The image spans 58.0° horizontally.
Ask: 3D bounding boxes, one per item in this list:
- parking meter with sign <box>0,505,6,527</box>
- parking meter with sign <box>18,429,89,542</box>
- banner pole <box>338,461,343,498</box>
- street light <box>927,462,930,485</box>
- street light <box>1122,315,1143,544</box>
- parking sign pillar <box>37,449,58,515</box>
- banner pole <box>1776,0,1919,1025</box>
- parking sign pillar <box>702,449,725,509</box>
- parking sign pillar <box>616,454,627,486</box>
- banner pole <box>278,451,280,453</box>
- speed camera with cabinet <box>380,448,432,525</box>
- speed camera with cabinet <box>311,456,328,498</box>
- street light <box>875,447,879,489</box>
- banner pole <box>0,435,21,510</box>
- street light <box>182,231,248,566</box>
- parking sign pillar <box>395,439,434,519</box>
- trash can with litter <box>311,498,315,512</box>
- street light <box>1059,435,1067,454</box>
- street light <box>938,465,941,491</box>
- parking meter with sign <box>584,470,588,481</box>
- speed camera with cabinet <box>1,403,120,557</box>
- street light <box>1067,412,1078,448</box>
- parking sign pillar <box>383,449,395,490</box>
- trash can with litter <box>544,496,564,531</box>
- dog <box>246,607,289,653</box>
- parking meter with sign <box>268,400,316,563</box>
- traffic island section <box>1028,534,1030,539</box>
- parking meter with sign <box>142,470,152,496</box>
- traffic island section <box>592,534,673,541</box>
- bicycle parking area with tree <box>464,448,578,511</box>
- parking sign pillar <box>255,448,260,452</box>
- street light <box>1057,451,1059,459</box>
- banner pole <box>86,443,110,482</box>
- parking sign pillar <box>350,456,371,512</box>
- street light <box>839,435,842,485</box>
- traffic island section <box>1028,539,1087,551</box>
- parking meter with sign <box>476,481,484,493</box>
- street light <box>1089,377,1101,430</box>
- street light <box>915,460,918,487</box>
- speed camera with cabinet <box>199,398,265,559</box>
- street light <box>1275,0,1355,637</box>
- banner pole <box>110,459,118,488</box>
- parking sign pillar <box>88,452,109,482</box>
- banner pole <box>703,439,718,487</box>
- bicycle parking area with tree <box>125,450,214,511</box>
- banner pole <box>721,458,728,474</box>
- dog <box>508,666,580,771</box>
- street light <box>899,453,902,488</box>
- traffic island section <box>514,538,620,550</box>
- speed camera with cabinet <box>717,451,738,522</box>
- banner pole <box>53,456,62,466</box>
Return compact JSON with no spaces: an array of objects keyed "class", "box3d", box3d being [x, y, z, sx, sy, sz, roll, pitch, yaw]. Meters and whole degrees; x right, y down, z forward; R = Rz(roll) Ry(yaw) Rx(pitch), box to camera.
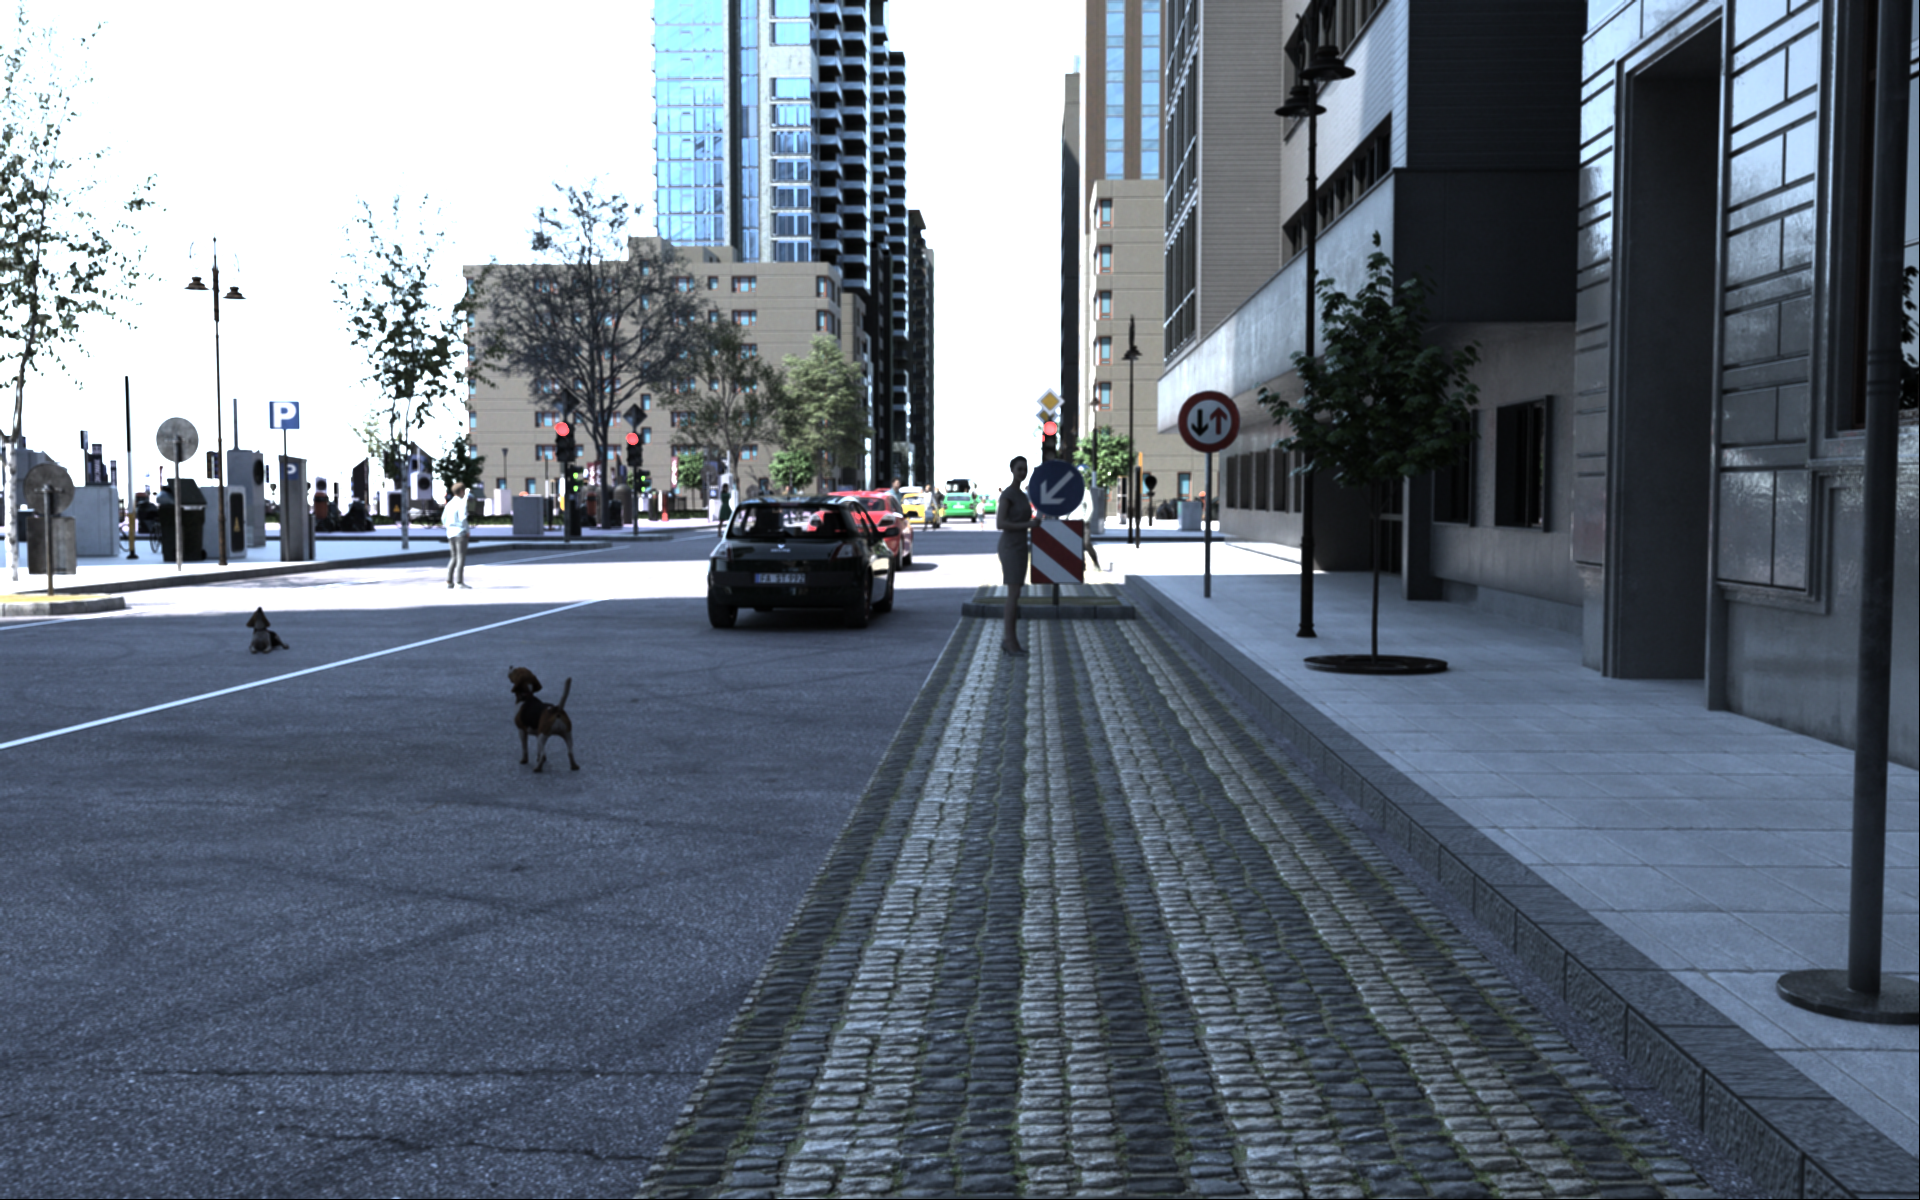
[{"class":"parking meter with sign","box3d":[-37.918,-4.353,67.427,0.543,3.016,1.738,1,4,9]},{"class":"parking meter with sign","box3d":[-24.490,-3.088,46.750,1.738,3.016,0.543,-1,4,-11]},{"class":"banner pole","box3d":[-46.289,-8.530,129.484,0.863,3.779,0.401,3,5,44]},{"class":"street light","box3d":[-4.434,-16.521,242.903,0.468,5.910,1.993,0,4,2]},{"class":"street light","box3d":[4.423,-4.401,44.739,0.468,5.910,1.993,0,4,2]},{"class":"parking sign pillar","box3d":[-54.660,-7.056,103.837,1.447,3.967,1.447,2,4,26]},{"class":"banner pole","box3d":[2.511,-0.874,4.311,0.863,3.779,0.401,-1,4,-12]},{"class":"parking sign pillar","box3d":[-14.540,-6.965,102.343,1.447,3.967,1.447,0,4,8]},{"class":"parking sign pillar","box3d":[-22.786,-7.843,116.711,1.447,3.967,1.447,0,4,2]},{"class":"banner pole","box3d":[-39.337,-6.772,100.745,0.863,3.779,0.401,-2,4,-31]},{"class":"speed camera with cabinet","box3d":[-23.465,-4.834,73.367,2.038,3.252,0.660,-3,5,-42]},{"class":"speed camera with cabinet","box3d":[-33.625,-5.795,89.076,2.038,3.252,0.660,-3,5,-42]},{"class":"street light","box3d":[-7.732,-11.548,161.592,0.468,5.910,1.993,0,4,2]},{"class":"banner pole","box3d":[-35.175,-4.543,64.296,0.863,3.779,0.401,0,4,-5]},{"class":"street light","box3d":[-13.135,-3.542,30.694,0.468,5.910,1.993,0,4,2]},{"class":"parking sign pillar","box3d":[-26.539,-5.911,85.110,1.447,3.967,1.447,1,4,23]},{"class":"trash can with litter","box3d":[-41.995,-6.210,112.916,0.624,1.170,1.055,-2,4,-23]},{"class":"street light","box3d":[7.730,-9.465,127.543,0.468,5.910,1.993,0,4,2]},{"class":"street light","box3d":[-3.189,-18.315,272.242,0.468,5.910,1.993,0,4,2]},{"class":"parking meter with sign","box3d":[-25.961,-7.800,123.789,1.738,3.016,0.543,-3,5,-43]},{"class":"speed camera with cabinet","box3d":[-18.352,-2.509,35.356,2.038,3.252,0.660,-1,4,-12]},{"class":"street light","box3d":[6.479,-7.668,98.165,0.468,5.910,1.993,0,4,2]},{"class":"parking sign pillar","box3d":[-33.853,-7.049,103.718,1.447,3.967,1.447,2,4,33]},{"class":"trash can with litter","box3d":[-14.304,-3.044,60.830,1.678,1.210,2.233,-1,4,-16]},{"class":"dog","box3d":[-6.332,0.260,15.948,0.550,0.427,0.748,2,4,29]},{"class":"parking meter with sign","box3d":[-12.725,-2.255,33.130,0.543,3.016,1.738,-1,4,-10]},{"class":"traffic island section","box3d":[2.690,-1.896,53.279,2.009,0.180,2.903,0,4,2]},{"class":"parking meter with sign","box3d":[-59.426,-7.985,126.810,0.543,3.016,1.738,-1,4,-18]},{"class":"traffic island section","box3d":[-10.091,-1.928,53.800,2.009,0.180,2.903,0,4,2]},{"class":"bicycle parking area with tree","box3d":[-26.299,-7.399,107.978,8.231,4.147,9.016,2,4,35]},{"class":"parking sign pillar","box3d":[-41.602,-6.906,101.377,1.447,3.967,1.447,-1,4,-20]},{"class":"street light","box3d":[8.429,-10.506,144.563,0.468,5.910,1.993,0,4,2]},{"class":"banner pole","box3d":[-37.234,-5.164,74.447,0.863,3.779,0.401,-3,4,-38]},{"class":"parking sign pillar","box3d":[-42.444,-8.195,122.457,1.447,3.967,1.447,3,4,38]},{"class":"street light","box3d":[-9.027,-9.686,131.156,0.468,5.910,1.993,0,4,2]},{"class":"traffic island section","box3d":[2.366,-1.408,45.300,2.009,0.180,2.903,0,4,2]},{"class":"parking meter with sign","box3d":[-28.456,-6.482,102.247,0.543,3.016,1.738,-3,5,-41]},{"class":"street light","box3d":[5.300,-5.837,68.223,0.468,5.910,1.993,0,4,2]},{"class":"street light","box3d":[-5.514,-14.726,213.557,0.468,5.910,1.993,0,4,2]},{"class":"speed camera with cabinet","box3d":[-14.651,-2.481,34.898,0.660,3.252,2.038,0,4,-1]},{"class":"street light","box3d":[3.116,-2.606,15.396,0.468,5.910,1.993,0,4,2]},{"class":"banner pole","box3d":[-53.836,-7.329,109.846,0.863,3.779,0.401,-3,4,-39]},{"class":"parking sign pillar","box3d":[-52.897,-7.200,106.184,1.447,3.967,1.447,2,4,31]},{"class":"banner pole","box3d":[-11.453,-5.406,78.405,0.401,3.779,0.863,1,4,13]},{"class":"bicycle parking area with tree","box3d":[-50.605,-7.847,115.304,9.016,4.147,8.231,-2,4,-30]},{"class":"banner pole","box3d":[-14.428,-7.033,105.009,0.863,3.779,0.401,0,4,7]},{"class":"dog","box3d":[-2.203,0.623,9.098,0.540,0.507,0.406,1,4,13]},{"class":"street light","box3d":[-6.542,-13.362,191.260,0.468,5.910,1.993,0,4,2]},{"class":"traffic island section","box3d":[-10.414,-1.440,45.821,2.009,0.180,2.903,0,4,2]},{"class":"speed camera with cabinet","box3d":[-10.657,-5.211,79.528,0.660,3.252,2.038,0,4,4]},{"class":"banner pole","box3d":[-59.706,-7.621,114.612,0.863,3.779,0.401,1,4,22]}]
